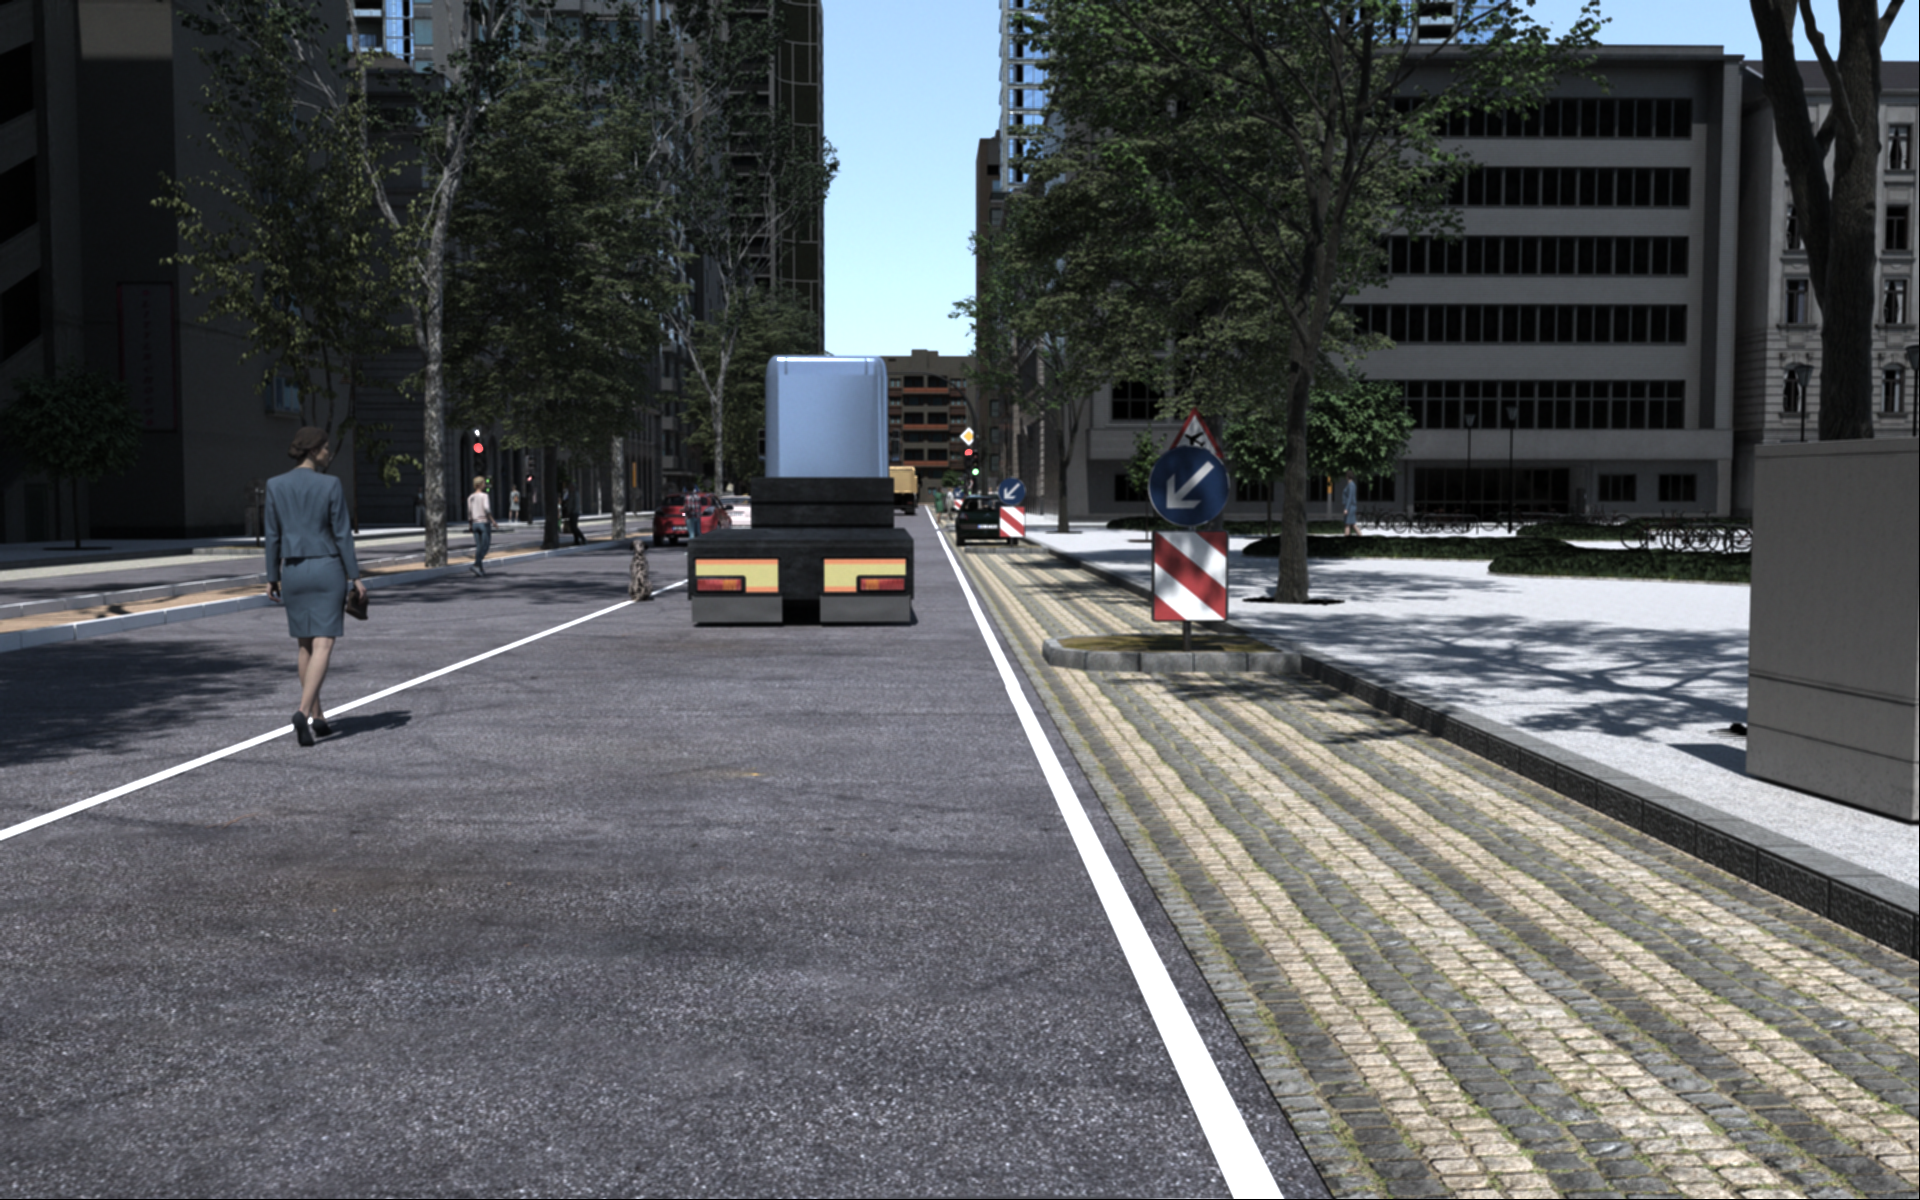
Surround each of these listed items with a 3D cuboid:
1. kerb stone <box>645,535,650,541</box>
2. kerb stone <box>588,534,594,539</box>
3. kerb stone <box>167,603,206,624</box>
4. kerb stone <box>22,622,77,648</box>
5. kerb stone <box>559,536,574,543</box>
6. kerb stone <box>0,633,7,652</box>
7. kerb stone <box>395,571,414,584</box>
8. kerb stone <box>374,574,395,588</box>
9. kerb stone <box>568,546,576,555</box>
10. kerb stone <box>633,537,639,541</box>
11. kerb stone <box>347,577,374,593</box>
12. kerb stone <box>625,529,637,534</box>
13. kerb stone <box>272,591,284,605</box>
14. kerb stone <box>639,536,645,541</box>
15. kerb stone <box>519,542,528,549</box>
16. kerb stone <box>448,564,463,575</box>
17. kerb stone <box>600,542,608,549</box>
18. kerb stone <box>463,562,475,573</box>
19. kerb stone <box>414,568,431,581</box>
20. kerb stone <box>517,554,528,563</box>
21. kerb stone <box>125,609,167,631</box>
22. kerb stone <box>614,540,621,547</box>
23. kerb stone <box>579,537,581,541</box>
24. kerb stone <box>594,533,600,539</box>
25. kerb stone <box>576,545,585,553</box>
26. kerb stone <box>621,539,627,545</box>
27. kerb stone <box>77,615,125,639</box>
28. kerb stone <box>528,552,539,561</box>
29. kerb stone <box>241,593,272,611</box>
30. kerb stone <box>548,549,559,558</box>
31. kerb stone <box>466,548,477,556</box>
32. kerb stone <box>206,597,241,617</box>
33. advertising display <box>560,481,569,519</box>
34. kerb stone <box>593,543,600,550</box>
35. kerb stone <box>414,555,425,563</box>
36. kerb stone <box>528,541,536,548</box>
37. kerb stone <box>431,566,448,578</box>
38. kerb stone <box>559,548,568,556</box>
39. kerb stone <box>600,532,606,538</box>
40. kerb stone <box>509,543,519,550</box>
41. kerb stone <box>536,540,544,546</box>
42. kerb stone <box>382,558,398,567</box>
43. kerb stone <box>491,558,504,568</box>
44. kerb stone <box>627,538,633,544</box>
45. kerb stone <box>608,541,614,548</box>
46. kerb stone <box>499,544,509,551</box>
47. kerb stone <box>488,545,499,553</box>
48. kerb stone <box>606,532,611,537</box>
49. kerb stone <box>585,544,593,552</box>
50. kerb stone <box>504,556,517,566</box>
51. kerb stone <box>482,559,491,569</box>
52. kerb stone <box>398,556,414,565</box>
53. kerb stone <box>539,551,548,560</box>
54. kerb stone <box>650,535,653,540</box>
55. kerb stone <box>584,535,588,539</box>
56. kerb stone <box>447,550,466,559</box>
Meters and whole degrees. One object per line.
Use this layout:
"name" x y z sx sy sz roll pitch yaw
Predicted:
"kerb stone" -9.595 -1.848 52.431 0.120 0.150 1.000 0 4 -1
"kerb stone" -11.736 -1.972 54.435 0.120 0.150 1.000 0 4 -1
"kerb stone" -8.834 0.158 19.608 0.120 0.150 1.000 0 4 -1
"kerb stone" -8.765 0.346 16.541 0.120 0.150 1.000 0 4 -1
"kerb stone" -11.666 -1.782 51.366 0.120 0.150 1.000 0 4 -1
"kerb stone" -8.737 0.408 15.519 0.120 0.150 1.000 0 4 -1
"kerb stone" -9.019 -0.339 27.811 0.120 0.150 1.000 0 4 -1
"kerb stone" -8.998 -0.281 26.789 0.120 0.150 1.000 0 4 -1
"kerb stone" -9.337 -1.159 41.151 0.120 0.150 1.000 0 4 -1
"kerb stone" -9.547 -1.724 50.381 0.120 0.150 1.000 0 4 -1
"kerb stone" -8.975 -0.215 25.748 0.120 0.150 1.000 0 4 -1
"kerb stone" -11.932 -2.473 62.637 0.120 0.150 1.000 0 4 -1
"kerb stone" -8.915 -0.030 22.680 0.120 0.150 1.000 0 4 -1
"kerb stone" -9.571 -1.787 51.409 0.120 0.150 1.000 0 4 -1
"kerb stone" -11.528 -1.408 45.220 0.120 0.150 1.000 0 4 -1
"kerb stone" -9.095 -0.532 30.890 0.120 0.150 1.000 0 4 -1
"kerb stone" -9.427 -1.408 45.257 0.120 0.150 1.000 0 4 -1
"kerb stone" -9.124 -0.591 31.920 0.120 0.150 1.000 0 4 -1
"kerb stone" -9.044 -0.403 28.832 0.120 0.150 1.000 0 4 -1
"kerb stone" -9.218 -0.840 36.018 0.120 0.150 1.000 0 4 -1
"kerb stone" -8.813 0.221 18.586 0.120 0.150 1.000 0 4 -1
"kerb stone" -9.481 -1.535 47.300 0.120 0.150 1.000 0 4 -1
"kerb stone" -11.686 -1.847 52.388 0.120 0.150 1.000 0 4 -1
"kerb stone" -11.764 -2.035 55.465 0.120 0.150 1.000 0 4 -1
"kerb stone" -9.361 -1.222 42.173 0.120 0.150 1.000 0 4 -1
"kerb stone" -9.497 -1.598 48.329 0.120 0.150 1.000 0 4 -1
"kerb stone" -8.782 0.283 17.564 0.120 0.150 1.000 0 4 -1
"kerb stone" -9.240 -0.902 37.040 0.120 0.150 1.000 0 4 -1
"kerb stone" -8.886 0.034 21.657 0.120 0.150 1.000 0 4 -1
"kerb stone" -9.283 -1.034 39.099 0.120 0.150 1.000 0 4 -1
"kerb stone" -11.398 -1.088 40.088 0.120 0.150 1.000 0 4 -1
"kerb stone" -8.859 0.097 20.630 0.120 0.150 1.000 0 4 -1
"advertising display" -20.084 -5.063 87.994 0.123 1.923 0.974 0 4 5
"kerb stone" -9.401 -1.348 44.232 0.120 0.150 1.000 0 4 -1
"kerb stone" -11.311 -0.844 35.989 0.120 0.150 1.000 0 4 -1
"kerb stone" -11.549 -1.465 46.247 0.120 0.150 1.000 0 4 -1
"kerb stone" -9.071 -0.469 29.862 0.120 0.150 1.000 0 4 -1
"kerb stone" -9.314 -1.097 40.126 0.120 0.150 1.000 0 4 -1
"kerb stone" -11.790 -2.098 56.494 0.120 0.150 1.000 0 4 -1
"kerb stone" -11.500 -1.341 44.195 0.120 0.150 1.000 0 4 -1
"kerb stone" -11.573 -1.534 47.275 0.120 0.150 1.000 0 4 -1
"kerb stone" -11.264 -0.717 33.924 0.120 0.150 1.000 0 4 -1
"kerb stone" -9.167 -0.720 33.963 0.120 0.150 1.000 0 4 -1
"kerb stone" -9.520 -1.660 49.351 0.120 0.150 1.000 0 4 -1
"kerb stone" -9.453 -1.473 46.278 0.120 0.150 1.000 0 4 -1
"kerb stone" -11.483 -1.282 43.164 0.120 0.150 1.000 0 4 -1
"kerb stone" -11.458 -1.220 42.137 0.120 0.150 1.000 0 4 -1
"kerb stone" -11.810 -2.160 57.516 0.120 0.150 1.000 0 4 -1
"kerb stone" -9.380 -1.280 43.203 0.120 0.150 1.000 0 4 -1
"kerb stone" -9.182 -0.780 34.993 0.120 0.150 1.000 0 4 -1
"kerb stone" -9.149 -0.657 32.941 0.120 0.150 1.000 0 4 -1
"kerb stone" -11.284 -0.769 34.953 0.120 0.150 1.000 0 4 -1
"kerb stone" -9.271 -0.971 38.071 0.120 0.150 1.000 0 4 -1
"kerb stone" -9.616 -1.905 53.453 0.120 0.150 1.000 0 4 -1
"kerb stone" -11.718 -1.909 53.409 0.120 0.150 1.000 0 4 -1
"kerb stone" -11.388 -1.030 39.066 0.120 0.150 1.000 0 4 -1
